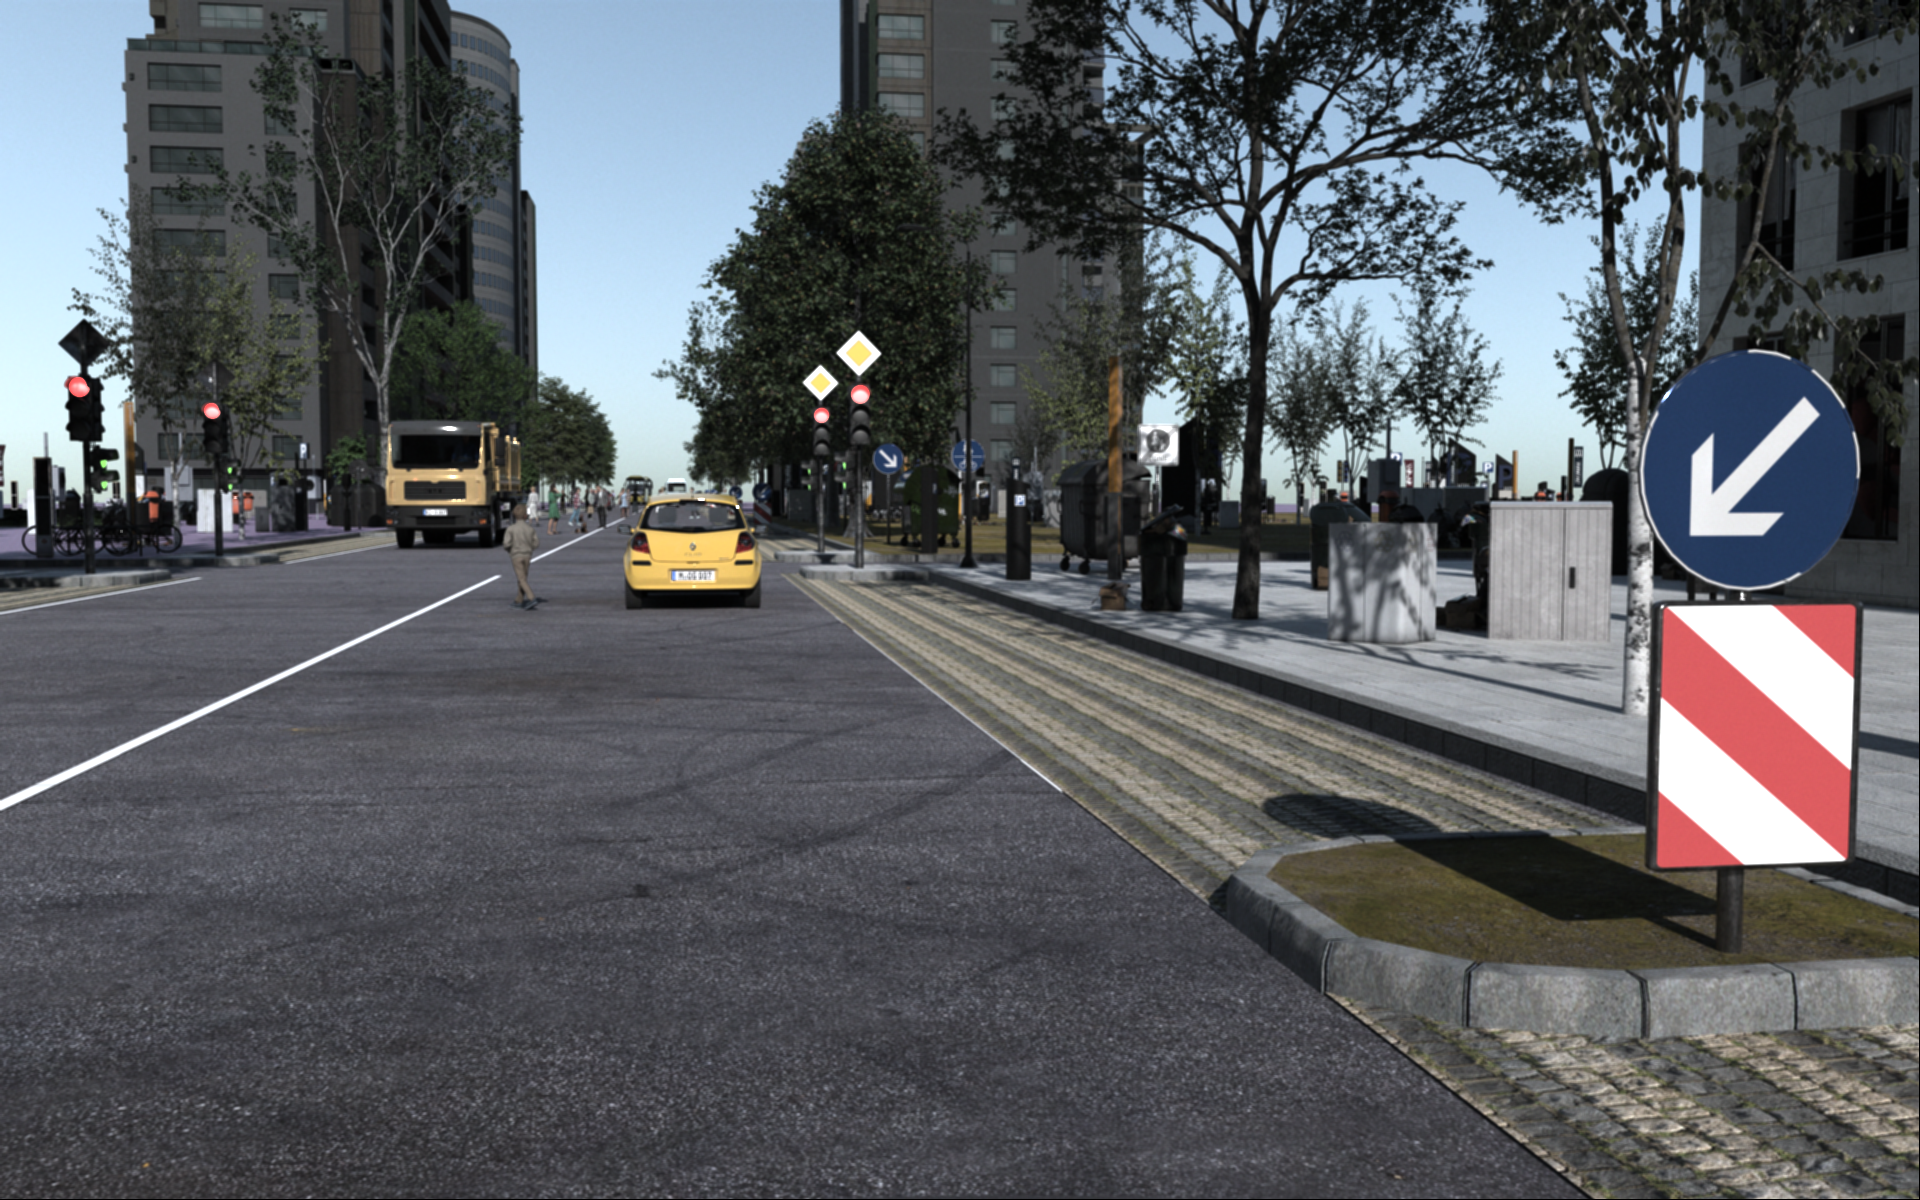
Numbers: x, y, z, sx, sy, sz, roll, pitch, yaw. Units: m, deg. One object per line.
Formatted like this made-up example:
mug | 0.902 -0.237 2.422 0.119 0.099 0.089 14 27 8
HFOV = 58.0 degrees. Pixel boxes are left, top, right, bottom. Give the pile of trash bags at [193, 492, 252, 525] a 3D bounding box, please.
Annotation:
pile of trash bags | -31.325 -3.769 71.382 3.447 1.369 1.912 -1 4 -11

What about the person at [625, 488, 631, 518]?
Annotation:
person | -20.218 -5.909 105.454 0.374 1.781 0.599 2 4 35

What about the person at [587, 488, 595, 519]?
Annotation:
person | -20.824 -5.416 97.538 0.515 1.767 0.782 0 4 1

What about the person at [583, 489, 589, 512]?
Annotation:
person | -30.259 -8.058 140.381 0.705 1.807 1.348 1 4 9

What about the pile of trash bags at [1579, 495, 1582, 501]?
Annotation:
pile of trash bags | 42.517 -6.650 118.484 3.447 1.369 1.912 2 4 32

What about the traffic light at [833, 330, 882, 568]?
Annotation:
traffic light | -1.759 -2.502 29.823 0.839 4.253 0.868 -1 4 -9

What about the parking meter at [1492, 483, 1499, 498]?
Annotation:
parking meter | 27.983 -5.191 90.592 0.255 1.863 0.399 0 4 1

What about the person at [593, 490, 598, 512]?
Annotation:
person | -28.517 -7.740 135.585 0.617 1.759 0.750 -1 4 -10

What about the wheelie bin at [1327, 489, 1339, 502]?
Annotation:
wheelie bin | 23.921 -6.324 111.301 0.980 1.594 0.693 -1 4 -12

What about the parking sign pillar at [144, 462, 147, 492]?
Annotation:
parking sign pillar | -49.341 -7.090 104.400 1.447 3.967 1.447 -2 4 -31

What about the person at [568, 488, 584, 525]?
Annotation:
person | -17.617 -4.291 79.497 0.643 1.720 0.563 1 4 11

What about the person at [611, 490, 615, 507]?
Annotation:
person | -37.018 -10.759 184.278 0.599 1.838 0.709 -2 4 -28

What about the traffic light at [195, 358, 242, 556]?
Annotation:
traffic light | -15.295 -2.861 35.690 0.839 4.253 0.868 -1 4 -9

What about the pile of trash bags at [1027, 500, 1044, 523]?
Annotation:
pile of trash bags | 3.975 -4.210 78.585 3.447 1.369 1.912 3 5 42

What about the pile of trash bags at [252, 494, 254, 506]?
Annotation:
pile of trash bags | -36.257 -4.574 84.537 3.447 1.369 1.912 -3 4 -38

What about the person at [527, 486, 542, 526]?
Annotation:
person | -18.896 -4.146 76.632 0.694 1.780 0.624 -2 4 -28

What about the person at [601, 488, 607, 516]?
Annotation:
person | -22.811 -6.235 110.650 0.583 1.804 0.606 0 4 -3

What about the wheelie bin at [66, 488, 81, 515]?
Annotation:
wheelie bin | -43.427 -4.706 84.848 0.693 1.594 0.980 -2 4 -25

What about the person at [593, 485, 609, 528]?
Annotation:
person | -15.161 -3.946 73.195 0.592 1.802 0.473 1 4 20

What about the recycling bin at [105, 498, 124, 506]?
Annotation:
recycling bin | -49.177 -5.395 100.766 0.722 1.027 0.722 0 4 7

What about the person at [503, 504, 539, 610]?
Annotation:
person | -5.446 -0.531 21.456 0.640 1.303 0.475 3 4 37

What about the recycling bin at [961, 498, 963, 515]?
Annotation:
recycling bin | 0.509 -5.628 104.580 0.722 1.027 0.722 -3 4 -37

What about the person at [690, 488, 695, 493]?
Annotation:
person | -15.784 -5.778 102.994 0.620 1.820 0.660 -3 5 -44

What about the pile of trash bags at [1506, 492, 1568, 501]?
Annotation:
pile of trash bags | 24.599 -3.993 75.030 1.912 1.369 3.447 0 4 -3

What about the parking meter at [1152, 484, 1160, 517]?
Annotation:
parking meter | 10.850 -5.512 95.834 0.399 1.863 0.255 1 4 17

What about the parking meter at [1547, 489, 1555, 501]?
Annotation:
parking meter | 29.278 -4.749 86.055 0.372 1.533 0.369 0 3 0

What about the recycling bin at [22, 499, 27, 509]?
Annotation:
recycling bin | -51.849 -5.137 96.549 0.722 1.027 0.722 -2 4 -26

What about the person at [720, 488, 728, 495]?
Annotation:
person | -12.478 -5.074 91.939 0.782 1.767 0.515 1 4 14

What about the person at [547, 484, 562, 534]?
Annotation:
person | -14.533 -3.245 61.798 0.600 1.795 0.529 3 5 43

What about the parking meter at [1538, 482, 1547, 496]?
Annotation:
parking meter | 27.258 -4.610 81.078 0.399 1.863 0.255 -2 4 -34

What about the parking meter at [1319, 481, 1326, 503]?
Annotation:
parking meter | 16.117 -4.357 76.950 0.255 1.863 0.399 0 4 5

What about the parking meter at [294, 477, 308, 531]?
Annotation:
parking meter | -22.963 -3.341 60.343 0.399 1.863 0.255 1 4 12

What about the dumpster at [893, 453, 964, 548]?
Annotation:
dumpster | -0.749 -2.402 41.763 1.502 2.255 1.985 -1 4 -9

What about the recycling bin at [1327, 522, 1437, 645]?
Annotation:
recycling bin | 3.701 -0.160 15.175 0.722 1.027 0.722 3 5 39

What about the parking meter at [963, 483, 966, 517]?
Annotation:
parking meter | 0.387 -5.471 95.155 0.255 1.863 0.399 2 4 34

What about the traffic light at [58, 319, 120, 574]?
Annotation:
traffic light | -14.005 -2.379 27.810 0.839 4.253 0.868 -1 4 -9

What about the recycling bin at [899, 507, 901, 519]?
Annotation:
recycling bin | -2.926 -4.808 91.160 0.722 1.027 0.722 0 4 -3

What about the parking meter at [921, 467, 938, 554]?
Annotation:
parking meter | -0.654 -1.929 37.247 0.255 1.863 0.399 1 4 22

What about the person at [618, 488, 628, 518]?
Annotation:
person | -20.249 -5.829 103.896 0.616 1.811 0.778 -2 4 -34

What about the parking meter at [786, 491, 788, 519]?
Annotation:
parking meter | -8.714 -4.914 88.749 0.372 1.533 0.369 0 3 0

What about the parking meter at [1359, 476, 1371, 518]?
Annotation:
parking meter | 13.075 -3.063 55.795 0.399 1.863 0.255 0 4 6

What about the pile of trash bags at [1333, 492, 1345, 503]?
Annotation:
pile of trash bags | 21.187 -5.213 94.988 1.912 1.369 3.447 1 4 16

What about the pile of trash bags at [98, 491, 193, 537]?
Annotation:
pile of trash bags | -25.058 -2.643 52.969 1.912 1.369 3.447 -3 4 -39

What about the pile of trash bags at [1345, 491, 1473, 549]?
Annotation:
pile of trash bags | 11.297 -1.998 42.426 1.912 1.369 3.447 -1 4 -21

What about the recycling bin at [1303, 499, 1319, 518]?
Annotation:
recycling bin | 19.106 -4.986 94.080 0.722 1.027 0.722 -1 4 -19

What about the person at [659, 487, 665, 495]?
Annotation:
person | -14.586 -4.637 84.669 0.624 1.780 0.694 -3 5 -41

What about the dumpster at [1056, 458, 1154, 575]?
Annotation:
dumpster | 2.367 -1.377 28.277 1.264 1.857 1.865 -1 4 -9

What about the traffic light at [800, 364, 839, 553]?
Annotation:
traffic light | -3.049 -2.984 37.704 0.839 4.253 0.868 -1 4 -9

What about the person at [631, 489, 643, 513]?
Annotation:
person | -24.107 -7.337 128.476 1.348 1.822 0.705 -2 4 -33

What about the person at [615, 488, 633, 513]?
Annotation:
person | -25.142 -7.424 129.520 1.348 1.869 0.705 -2 4 -25

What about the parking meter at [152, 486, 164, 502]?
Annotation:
parking meter | -26.737 -3.019 57.778 0.372 1.533 0.369 0 3 0

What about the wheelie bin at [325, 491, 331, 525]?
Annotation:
wheelie bin | -25.633 -3.860 71.019 0.693 1.594 0.980 -1 4 -14

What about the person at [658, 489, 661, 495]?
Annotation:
person | -25.713 -8.551 148.310 1.348 1.824 0.705 2 4 35

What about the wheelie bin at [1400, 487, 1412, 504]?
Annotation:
wheelie bin | 20.290 -4.349 79.021 0.980 1.594 0.693 0 4 -3

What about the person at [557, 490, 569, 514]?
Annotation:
person | -28.095 -6.929 122.306 1.217 1.766 0.721 1 4 23

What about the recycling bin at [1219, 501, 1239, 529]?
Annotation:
recycling bin | 9.905 -3.133 63.780 0.722 1.027 0.722 0 4 7

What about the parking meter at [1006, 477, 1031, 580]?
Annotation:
parking meter | 0.877 -1.070 25.899 0.372 1.533 0.369 0 3 0
